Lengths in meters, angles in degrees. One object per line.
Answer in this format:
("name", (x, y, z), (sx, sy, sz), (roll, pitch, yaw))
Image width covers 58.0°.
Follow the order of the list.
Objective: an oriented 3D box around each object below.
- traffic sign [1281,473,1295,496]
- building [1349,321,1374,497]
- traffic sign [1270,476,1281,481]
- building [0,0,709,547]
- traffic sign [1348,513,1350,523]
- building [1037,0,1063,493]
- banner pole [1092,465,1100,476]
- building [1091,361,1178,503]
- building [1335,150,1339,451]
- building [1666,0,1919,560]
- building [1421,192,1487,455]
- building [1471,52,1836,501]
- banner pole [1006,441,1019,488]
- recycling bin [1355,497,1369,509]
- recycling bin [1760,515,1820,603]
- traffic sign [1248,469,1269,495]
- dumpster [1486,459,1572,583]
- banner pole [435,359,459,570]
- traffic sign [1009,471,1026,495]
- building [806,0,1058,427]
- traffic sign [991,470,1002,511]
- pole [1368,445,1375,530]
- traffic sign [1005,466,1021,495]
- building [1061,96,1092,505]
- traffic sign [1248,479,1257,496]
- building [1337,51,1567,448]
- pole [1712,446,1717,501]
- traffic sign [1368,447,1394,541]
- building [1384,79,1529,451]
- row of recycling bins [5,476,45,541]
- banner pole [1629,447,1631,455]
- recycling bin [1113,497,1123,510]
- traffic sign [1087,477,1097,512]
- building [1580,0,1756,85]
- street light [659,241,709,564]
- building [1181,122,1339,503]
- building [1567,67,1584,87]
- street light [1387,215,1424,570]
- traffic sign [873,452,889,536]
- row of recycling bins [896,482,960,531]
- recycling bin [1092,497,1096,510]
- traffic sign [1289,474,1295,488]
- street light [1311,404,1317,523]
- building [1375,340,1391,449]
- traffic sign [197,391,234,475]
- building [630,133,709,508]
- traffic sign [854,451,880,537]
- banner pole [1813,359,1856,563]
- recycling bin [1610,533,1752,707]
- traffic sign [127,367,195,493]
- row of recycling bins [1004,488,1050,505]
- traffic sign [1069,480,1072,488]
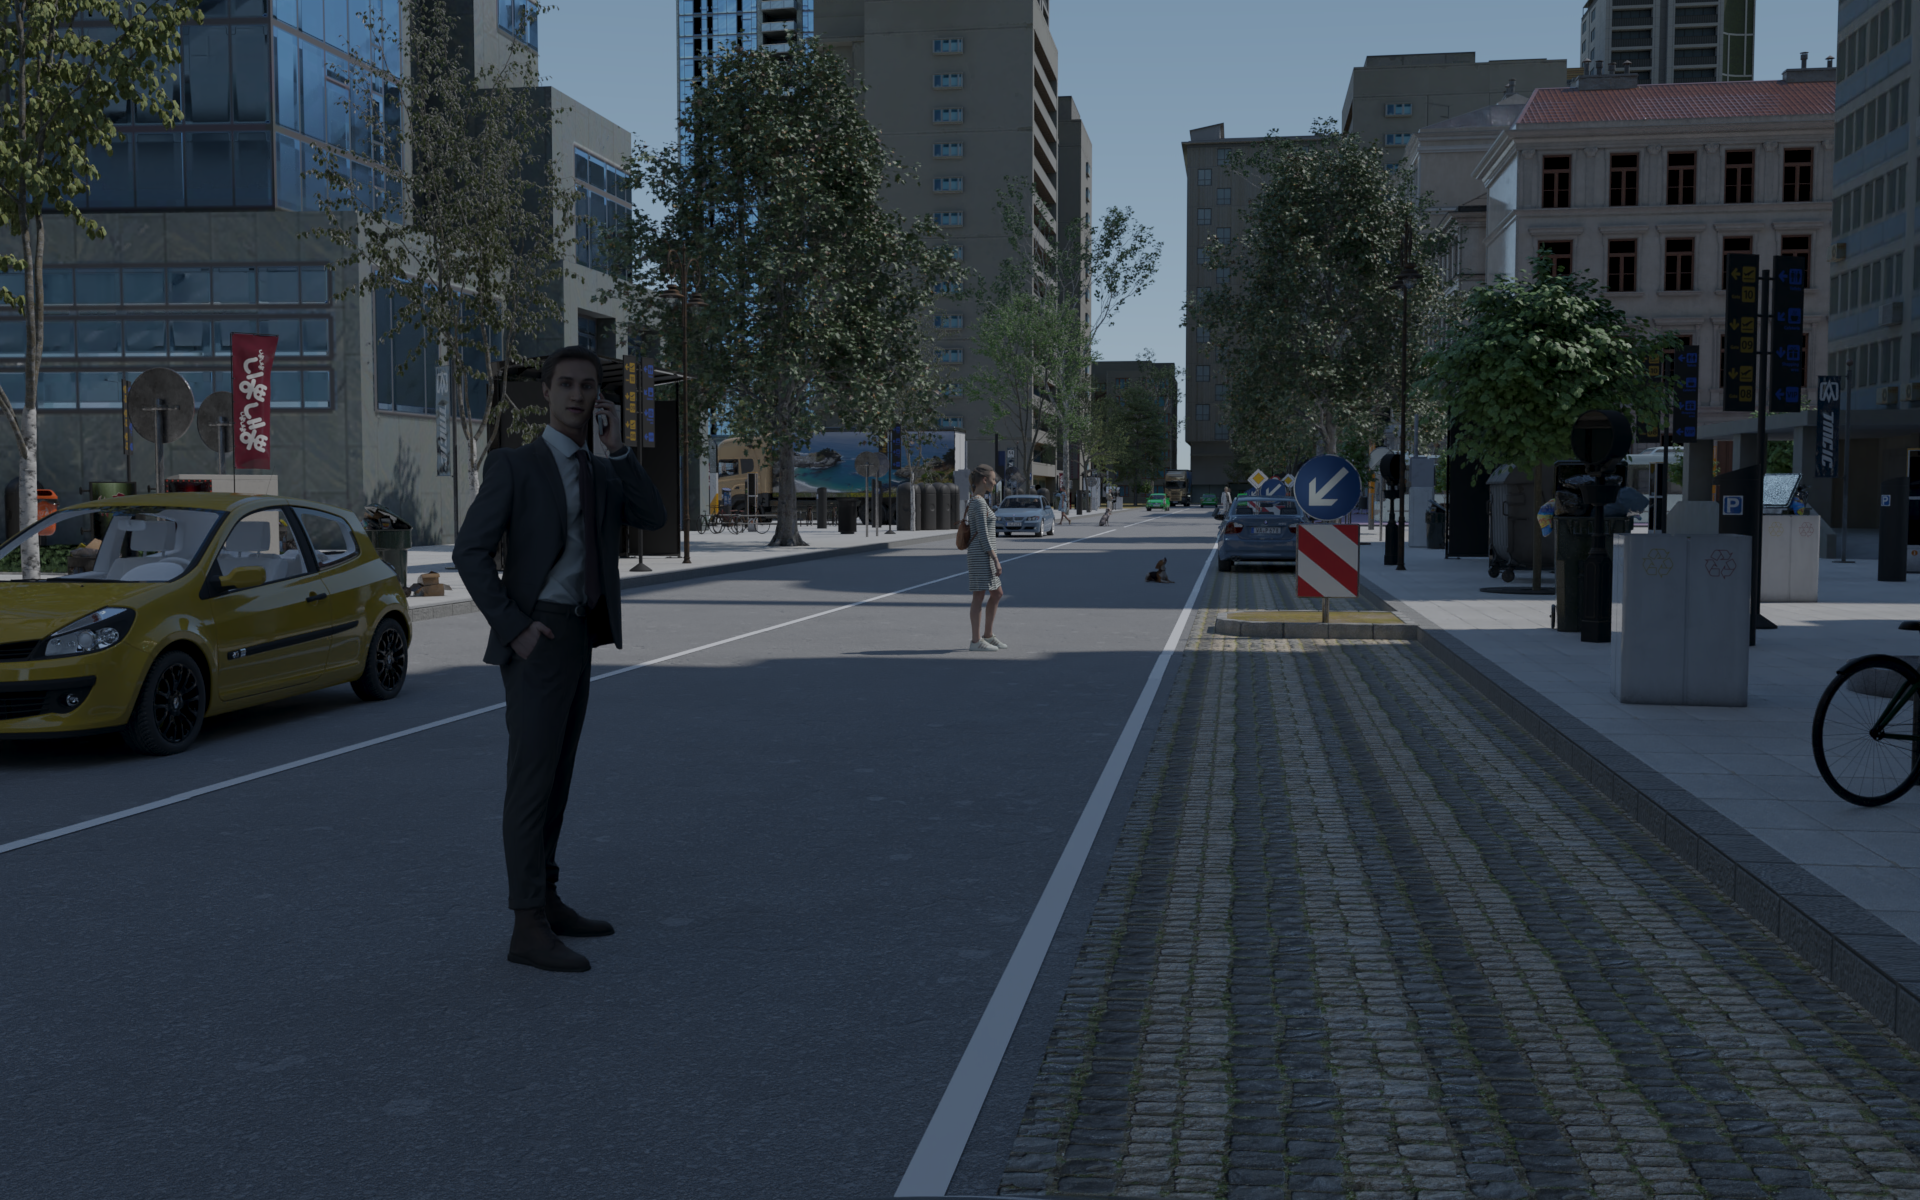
("traffic sign", (18.303, -5.836, 96.604), (0.795, 2.450, 0.064), (1, 4, 18))
("building", (51.419, -19.450, 163.039), (27.650, 21.520, 28.899), (1, 4, 9))
("traffic sign", (21.828, -7.336, 120.056), (0.768, 2.556, 0.104), (1, 4, 10))
("building", (-25.863, -45.065, 49.487), (31.000, 86.520, 22.319), (1, 4, 9))
("traffic sign", (10.650, -2.830, 47.450), (0.795, 2.450, 0.064), (1, 4, 10))
("building", (0.984, -45.612, 184.011), (20.563, 71.187, 20.611), (1, 4, 9))
("banner pole", (11.830, -9.798, 150.209), (0.863, 3.779, 0.401), (2, 4, 24))
("building", (17.325, -25.235, 257.635), (28.899, 21.520, 27.650), (1, 4, 9))
("building", (52.014, -34.012, 206.209), (14.600, 45.320, 14.200), (1, 4, 9))
("building", (34.177, -21.131, 37.372), (32.217, 40.220, 23.993), (1, 4, 9))
("building", (32.677, -14.460, 101.052), (10.561, 19.102, 19.286), (1, 4, 9))
("building", (36.505, -15.190, 84.516), (21.152, 22.565, 11.583), (1, 4, 9))
("banner pole", (2.536, -5.629, 82.044), (0.863, 3.779, 0.401), (-3, 4, -36))
("recycling bin", (34.191, -8.223, 146.992), (0.722, 1.027, 0.722), (-2, 4, -25))
("recycling bin", (9.806, -0.505, 20.806), (0.722, 1.027, 0.722), (0, 4, 1))
("traffic sign", (11.578, -3.889, 67.222), (0.795, 2.450, 0.064), (1, 4, 9))
("dumpster", (8.553, -1.216, 25.636), (1.264, 1.857, 1.865), (1, 4, 9))
("banner pole", (-8.761, -2.424, 29.654), (0.401, 3.779, 0.863), (-3, 5, -45))
("traffic sign", (2.542, -4.474, 76.784), (0.795, 2.450, 0.064), (1, 4, 9))
("building", (-2.486, -33.041, 163.923), (21.300, 48.544, 21.600), (1, 4, 9))
("traffic sign", (1.270, -3.991, 68.901), (0.795, 2.450, 0.064), (1, 4, 9))
("pole", (14.725, -4.165, 61.934), (0.158, 3.312, 0.155), (0, 3, 0))
("traffic sign", (2.390, -4.842, 79.276), (0.768, 2.556, 0.104), (1, 4, 17))
("building", (4.500, -35.828, 209.481), (21.600, 48.544, 21.300), (1, 4, 9))
("traffic sign", (12.850, -4.371, 75.105), (0.795, 2.450, 0.064), (1, 4, 9))
("building", (52.559, -34.487, 187.558), (21.300, 48.544, 21.600), (1, 4, 9))
("pole", (32.115, -4.893, 73.839), (0.158, 3.312, 0.155), (0, 3, 0))
("traffic sign", (11.442, -2.869, 47.011), (0.768, 2.556, 0.104), (1, 4, 14))
("building", (37.225, -20.471, 120.604), (13.634, 28.700, 20.117), (1, 4, 9))
("row of recycling bins", (-22.344, -1.926, 38.595), (3.534, 1.692, 1.069), (-2, 4, -24))
("banner pole", (30.117, -5.404, 78.373), (0.863, 3.779, 0.401), (-1, 4, -21))
("recycling bin", (12.990, -7.999, 143.339), (0.722, 1.027, 0.722), (-1, 4, -18))
("traffic sign", (9.538, -7.696, 125.932), (0.768, 2.556, 0.104), (1, 4, 17))
("building", (97.476, -48.963, 238.799), (20.611, 71.187, 20.563), (1, 4, 9))
("street light", (-5.047, -3.611, 31.825), (0.468, 5.910, 1.993), (1, 4, 9))
("building", (46.398, -40.570, 252.559), (27.495, 52.752, 28.713), (1, 4, 9))
("building", (73.318, -42.959, 244.374), (28.212, 58.520, 21.231), (1, 4, 9))
("street light", (7.441, -3.441, 29.050), (0.468, 5.910, 1.993), (1, 4, 9))
("traffic sign", (-2.516, -3.202, 52.466), (0.768, 2.556, 0.104), (1, 4, 13))
("row of recycling bins", (-1.064, -3.337, 61.673), (1.069, 1.692, 3.534), (2, 4, 31))
("recycling bin", (10.417, -7.713, 138.654), (0.722, 1.027, 0.722), (-1, 4, -18))
("traffic sign", (19.106, -6.044, 99.999), (0.795, 2.450, 0.064), (1, 4, 16))
("street light", (13.493, -5.705, 66.067), (0.468, 5.910, 1.993), (1, 4, 9))
("building", (40.184, -18.901, 138.701), (12.332, 23.373, 15.834), (1, 4, 9))
("traffic sign", (-9.115, -1.303, 21.411), (0.768, 2.556, 0.104), (1, 4, 16))
("building", (-21.459, -55.051, 212.747), (31.000, 86.520, 22.319), (1, 4, 9))
("traffic sign", (-2.772, -3.146, 51.539), (0.768, 2.556, 0.104), (1, 4, 10))
("banner pole", (16.287, -2.582, 32.233), (0.863, 3.779, 0.401), (0, 4, -7))
("recycling bin", (4.483, 0.107, 10.809), (0.722, 1.027, 0.722), (1, 4, 15))
("traffic sign", (-8.051, -1.060, 17.435), (0.768, 2.556, 0.104), (1, 4, 12))
("row of recycling bins", (4.317, -6.619, 115.331), (3.534, 1.692, 1.069), (-1, 4, -20))
("traffic sign", (7.972, -7.697, 127.974), (0.606, 2.300, 0.079), (1, 4, 10))
